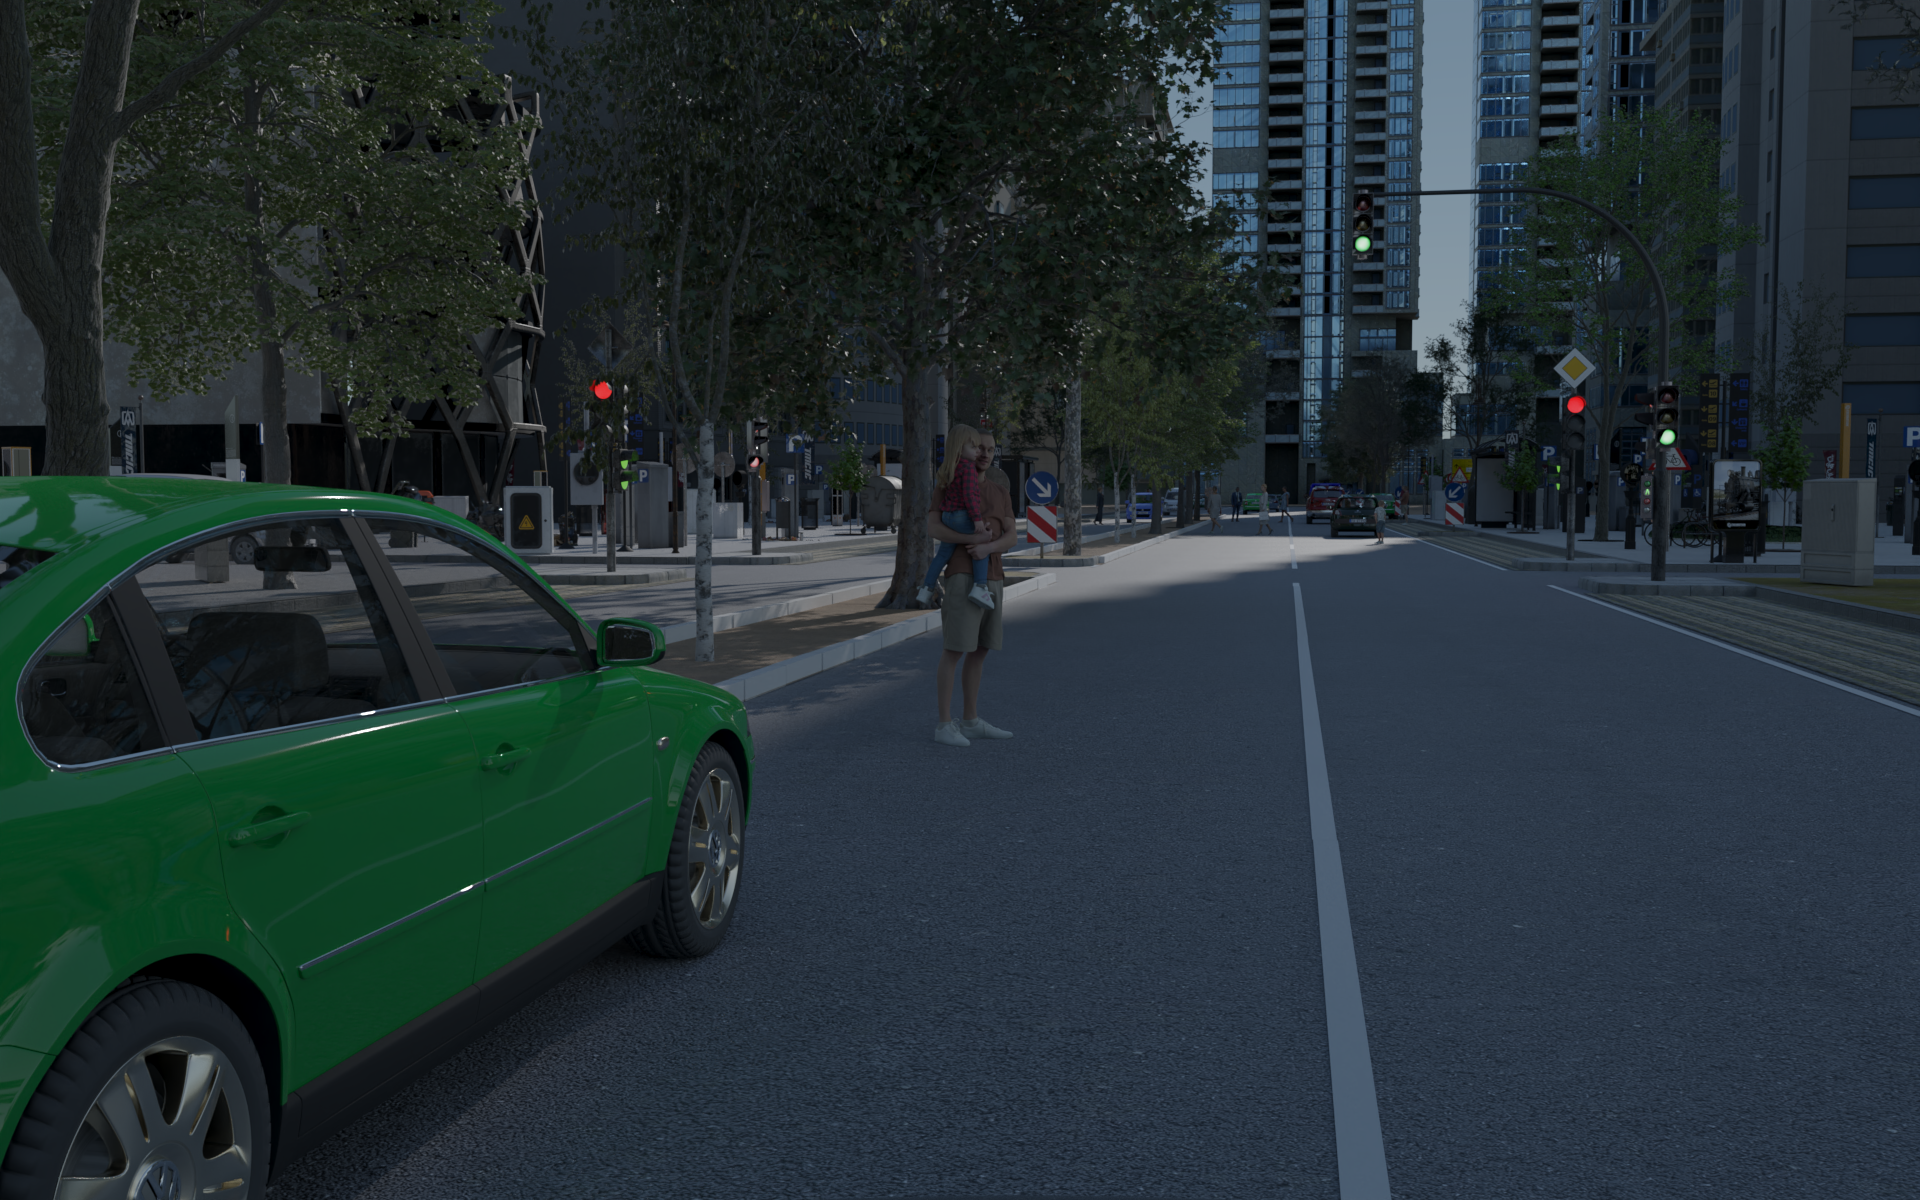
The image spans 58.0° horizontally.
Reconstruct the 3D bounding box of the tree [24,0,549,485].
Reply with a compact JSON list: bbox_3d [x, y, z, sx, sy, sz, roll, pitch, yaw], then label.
[{"bbox_3d":[-9.655,-6.419,23.081,7.486,12.596,7.792,0,3,0],"label":"tree"}]

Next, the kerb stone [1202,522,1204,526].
[{"bbox_3d":[10.419,-3.258,75.488,0.120,0.150,1.000,1,4,11],"label":"kerb stone"}]

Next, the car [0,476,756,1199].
[{"bbox_3d":[-1.863,0.284,4.158,1.959,1.807,4.718,1,4,11],"label":"car"}]

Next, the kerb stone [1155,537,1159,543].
[{"bbox_3d":[5.478,-1.655,49.261,0.120,0.150,1.000,1,4,11],"label":"kerb stone"}]

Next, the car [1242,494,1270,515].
[{"bbox_3d":[20.739,-6.878,121.258,1.959,1.807,4.718,1,4,11],"label":"car"}]

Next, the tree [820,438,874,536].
[{"bbox_3d":[-3.322,-3.631,53.963,1.663,3.219,1.824,0,3,0],"label":"tree"}]

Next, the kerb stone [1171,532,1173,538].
[{"bbox_3d":[6.616,-2.025,55.304,0.120,0.150,1.000,1,4,11],"label":"kerb stone"}]

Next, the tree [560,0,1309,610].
[{"bbox_3d":[-0.534,-6.242,21.520,9.611,12.733,9.660,0,3,0],"label":"tree"}]

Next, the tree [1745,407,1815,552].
[{"bbox_3d":[18.443,-2.693,38.627,1.663,3.219,1.824,0,3,0],"label":"tree"}]

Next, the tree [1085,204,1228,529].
[{"bbox_3d":[9.176,-9.709,71.576,12.009,13.543,11.850,0,3,0],"label":"tree"}]

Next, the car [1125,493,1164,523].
[{"bbox_3d":[9.324,-4.760,87.413,1.945,1.707,3.694,1,4,9],"label":"car"}]

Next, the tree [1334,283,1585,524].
[{"bbox_3d":[22.114,-8.549,74.192,8.767,10.594,7.601,-2,4,-33],"label":"tree"}]

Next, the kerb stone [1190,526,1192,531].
[{"bbox_3d":[8.704,-2.704,66.399,0.120,0.150,1.000,1,4,11],"label":"kerb stone"}]

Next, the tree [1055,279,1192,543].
[{"bbox_3d":[5.670,-6.315,56.073,4.737,8.622,4.395,0,3,0],"label":"tree"}]

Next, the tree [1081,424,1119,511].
[{"bbox_3d":[10.586,-11.044,130.926,4.360,8.622,3.978,0,3,0],"label":"tree"}]

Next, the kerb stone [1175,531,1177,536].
[{"bbox_3d":[7.000,-2.147,57.323,0.120,0.150,1.000,1,4,11],"label":"kerb stone"}]

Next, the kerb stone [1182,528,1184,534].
[{"bbox_3d":[7.753,-2.390,61.346,0.120,0.150,1.000,1,4,11],"label":"kerb stone"}]

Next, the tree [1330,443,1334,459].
[{"bbox_3d":[40.197,-14.317,168.493,8.767,10.594,7.601,1,4,17],"label":"tree"}]

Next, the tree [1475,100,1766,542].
[{"bbox_3d":[17.385,-7.374,46.317,9.928,11.665,9.643,0,3,0],"label":"tree"}]

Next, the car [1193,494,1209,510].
[{"bbox_3d":[21.814,-8.912,157.516,2.131,1.459,4.920,1,4,12],"label":"car"}]

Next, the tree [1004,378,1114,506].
[{"bbox_3d":[6.018,-10.303,102.866,7.601,10.594,8.767,1,4,13],"label":"tree"}]

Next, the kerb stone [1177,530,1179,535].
[{"bbox_3d":[7.184,-2.210,58.328,0.120,0.150,1.000,1,4,11],"label":"kerb stone"}]

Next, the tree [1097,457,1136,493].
[{"bbox_3d":[13.494,-10.050,148.028,4.285,4.588,4.351,0,3,0],"label":"tree"}]

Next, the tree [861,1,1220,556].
[{"bbox_3d":[1.518,-11.102,39.856,12.611,20.169,13.585,0,3,0],"label":"tree"}]

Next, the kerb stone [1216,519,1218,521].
[{"bbox_3d":[13.267,-4.185,90.617,0.120,0.150,1.000,1,4,11],"label":"kerb stone"}]

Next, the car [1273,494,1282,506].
[{"bbox_3d":[32.480,-10.182,178.276,2.131,1.459,4.920,1,4,12],"label":"car"}]

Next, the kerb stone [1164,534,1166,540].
[{"bbox_3d":[6.054,-1.839,52.287,0.120,0.150,1.000,1,4,11],"label":"kerb stone"}]

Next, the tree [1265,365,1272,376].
[{"bbox_3d":[12.720,-10.014,91.933,9.928,11.665,9.643,0,3,0],"label":"tree"}]

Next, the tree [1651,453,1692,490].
[{"bbox_3d":[29.811,-4.768,72.551,1.663,3.219,1.824,0,3,0],"label":"tree"}]

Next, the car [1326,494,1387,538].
[{"bbox_3d":[13.361,-2.968,58.319,2.009,1.686,4.222,1,4,12],"label":"car"}]

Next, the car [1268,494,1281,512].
[{"bbox_3d":[24.712,-7.761,138.890,2.014,1.417,4.499,1,4,9],"label":"car"}]

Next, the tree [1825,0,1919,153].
[{"bbox_3d":[10.382,-6.268,12.860,12.009,13.543,11.850,0,3,0],"label":"tree"}]

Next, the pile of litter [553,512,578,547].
[{"bbox_3d":[-10.007,-1.776,43.003,1.176,0.858,1.719,0,4,4],"label":"pile of litter"}]

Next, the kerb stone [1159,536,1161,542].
[{"bbox_3d":[5.668,-1.717,50.273,0.120,0.150,1.000,1,4,11],"label":"kerb stone"}]

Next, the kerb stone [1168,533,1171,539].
[{"bbox_3d":[6.428,-1.963,54.297,0.120,0.150,1.000,1,4,11],"label":"kerb stone"}]

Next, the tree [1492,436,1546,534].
[{"bbox_3d":[18.415,-3.773,56.289,1.663,3.219,1.824,0,3,0],"label":"tree"}]

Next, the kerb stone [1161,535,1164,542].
[{"bbox_3d":[5.858,-1.779,51.283,0.120,0.150,1.000,1,4,11],"label":"kerb stone"}]

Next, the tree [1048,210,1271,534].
[{"bbox_3d":[6.982,-8.650,62.015,7.486,12.596,7.792,0,3,0],"label":"tree"}]

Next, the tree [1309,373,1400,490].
[{"bbox_3d":[41.206,-16.614,178.286,9.857,13.997,8.962,0,3,0],"label":"tree"}]

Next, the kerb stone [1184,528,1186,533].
[{"bbox_3d":[7.944,-2.454,62.357,0.120,0.150,1.000,1,4,11],"label":"kerb stone"}]

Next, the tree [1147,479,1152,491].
[{"bbox_3d":[20.918,-11.717,186.168,1.663,3.219,1.824,0,3,0],"label":"tree"}]

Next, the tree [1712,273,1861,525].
[{"bbox_3d":[27.631,-6.564,57.680,4.360,8.622,3.978,0,3,0],"label":"tree"}]

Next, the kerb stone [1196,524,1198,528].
[{"bbox_3d":[9.471,-2.943,70.432,0.120,0.150,1.000,1,4,11],"label":"kerb stone"}]

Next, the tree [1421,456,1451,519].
[{"bbox_3d":[24.371,-5.744,88.513,1.663,3.219,1.824,0,3,0],"label":"tree"}]

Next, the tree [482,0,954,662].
[{"bbox_3d":[-2.149,-3.788,14.751,4.360,8.622,3.978,0,3,0],"label":"tree"}]

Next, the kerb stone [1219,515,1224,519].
[{"bbox_3d":[14.791,-4.677,98.671,0.120,0.150,1.000,1,4,11],"label":"kerb stone"}]

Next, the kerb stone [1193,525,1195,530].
[{"bbox_3d":[9.081,-2.825,68.414,0.120,0.150,1.000,1,4,11],"label":"kerb stone"}]

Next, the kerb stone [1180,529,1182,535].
[{"bbox_3d":[7.570,-2.333,60.336,0.120,0.150,1.000,1,4,11],"label":"kerb stone"}]

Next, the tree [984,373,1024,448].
[{"bbox_3d":[1.414,-8.206,84.537,4.360,8.622,3.978,0,3,0],"label":"tree"}]

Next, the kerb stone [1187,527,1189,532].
[{"bbox_3d":[8.322,-2.580,64.374,0.120,0.150,1.000,1,4,11],"label":"kerb stone"}]

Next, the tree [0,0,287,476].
[{"bbox_3d":[-3.716,-4.815,6.940,9.928,11.665,9.643,0,3,0],"label":"tree"}]

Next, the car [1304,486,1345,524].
[{"bbox_3d":[17.806,-4.602,83.908,2.281,1.827,5.304,1,4,11],"label":"car"}]

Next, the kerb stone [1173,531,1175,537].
[{"bbox_3d":[6.806,-2.087,56.310,0.120,0.150,1.000,1,4,11],"label":"kerb stone"}]

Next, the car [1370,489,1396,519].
[{"bbox_3d":[23.923,-5.503,98.766,1.959,1.807,4.718,1,4,9],"label":"car"}]

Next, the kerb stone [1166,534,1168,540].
[{"bbox_3d":[6.234,-1.900,53.293,0.120,0.150,1.000,1,4,11],"label":"kerb stone"}]
